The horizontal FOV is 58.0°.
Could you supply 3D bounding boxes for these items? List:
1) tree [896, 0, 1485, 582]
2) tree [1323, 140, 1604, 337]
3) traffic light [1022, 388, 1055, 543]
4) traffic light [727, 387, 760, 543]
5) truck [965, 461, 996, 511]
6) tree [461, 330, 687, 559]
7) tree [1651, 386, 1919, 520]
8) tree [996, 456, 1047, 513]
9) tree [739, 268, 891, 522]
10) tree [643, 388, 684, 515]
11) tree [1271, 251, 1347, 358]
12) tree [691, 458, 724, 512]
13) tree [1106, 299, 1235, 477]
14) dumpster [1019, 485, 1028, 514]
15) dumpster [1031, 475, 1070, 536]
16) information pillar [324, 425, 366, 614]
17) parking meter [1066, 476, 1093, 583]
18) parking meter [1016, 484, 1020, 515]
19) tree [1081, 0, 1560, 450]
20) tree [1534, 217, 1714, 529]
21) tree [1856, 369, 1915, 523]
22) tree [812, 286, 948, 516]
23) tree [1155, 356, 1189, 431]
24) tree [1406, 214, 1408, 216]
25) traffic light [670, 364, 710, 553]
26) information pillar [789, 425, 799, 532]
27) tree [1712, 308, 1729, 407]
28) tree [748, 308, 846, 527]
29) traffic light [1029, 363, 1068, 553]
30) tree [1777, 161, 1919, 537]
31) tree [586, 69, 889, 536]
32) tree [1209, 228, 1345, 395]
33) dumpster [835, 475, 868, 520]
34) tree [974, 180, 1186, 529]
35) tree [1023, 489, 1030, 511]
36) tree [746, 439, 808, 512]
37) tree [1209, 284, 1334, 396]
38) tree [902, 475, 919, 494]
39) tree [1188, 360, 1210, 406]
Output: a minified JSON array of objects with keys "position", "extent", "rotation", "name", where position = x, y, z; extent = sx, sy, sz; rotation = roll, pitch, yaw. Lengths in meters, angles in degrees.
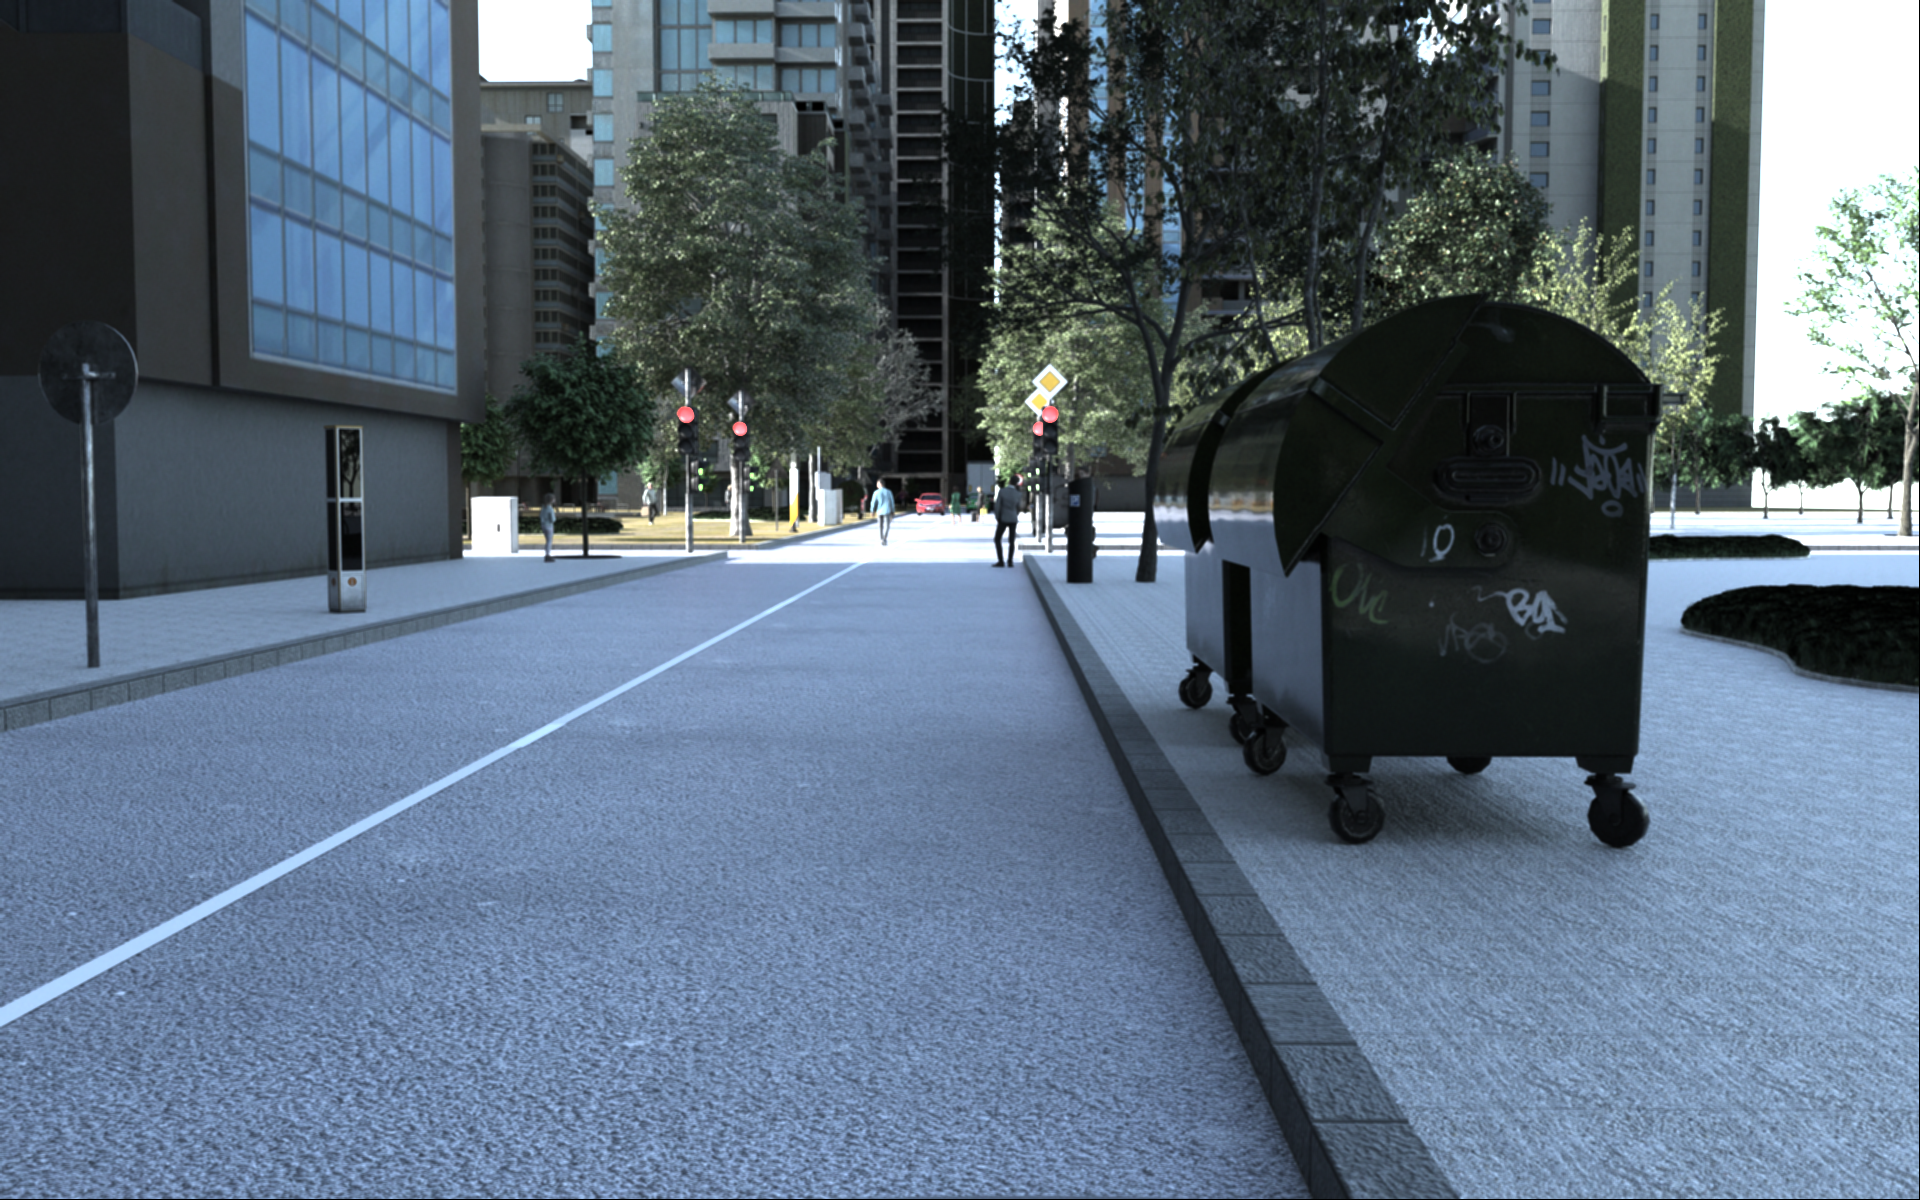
[{"position":[2.907,-5.523,24.711],"extent":[8.767,10.594,7.601],"rotation":[-3,4,-37],"name":"tree"},{"position":[16.367,-8.528,56.447],"extent":[9.611,12.733,9.660],"rotation":[0,3,0],"name":"tree"},{"position":[2.058,-3.450,45.335],"extent":[0.839,4.253,0.868],"rotation":[0,4,1],"name":"traffic light"},{"position":[-5.702,-3.458,45.459],"extent":[0.839,4.253,0.868],"rotation":[0,4,1],"name":"traffic light"},{"position":[1.825,-9.972,151.950],"extent":[2.839,4.237,11.283],"rotation":[0,4,0],"name":"truck"},{"position":[-7.586,-3.132,34.923],"extent":[4.285,4.588,4.351],"rotation":[0,3,0],"name":"tree"},{"position":[48.880,-8.795,106.710],"extent":[20.602,7.101,11.467],"rotation":[3,5,44],"name":"tree"},{"position":[4.310,-8.341,120.097],"extent":[4.285,4.588,4.351],"rotation":[0,3,0],"name":"tree"},{"position":[-7.151,-9.839,79.000],"extent":[7.486,12.596,7.792],"rotation":[0,3,0],"name":"tree"},{"position":[-18.149,-9.460,105.026],"extent":[4.360,8.622,3.978],"rotation":[0,3,0],"name":"tree"},{"position":[20.562,-11.124,88.529],"extent":[9.857,13.997,8.962],"rotation":[0,3,0],"name":"tree"},{"position":[-13.543,-5.973,92.254],"extent":[1.663,3.219,1.824],"rotation":[0,3,0],"name":"tree"},{"position":[14.354,-12.643,113.374],"extent":[9.857,13.997,8.962],"rotation":[0,3,0],"name":"tree"},{"position":[3.686,-6.389,110.212],"extent":[1.264,1.857,1.865],"rotation":[0,4,1],"name":"dumpster"},{"position":[2.826,-2.886,52.946],"extent":[1.264,1.857,1.865],"rotation":[0,4,1],"name":"dumpster"},{"position":[-6.648,-0.871,18.732],"extent":[0.304,2.012,0.304],"rotation":[-3,5,-43],"name":"information pillar"},{"position":[1.736,-1.019,25.067],"extent":[0.372,1.533,0.369],"rotation":[0,3,0],"name":"parking meter"},{"position":[3.360,-5.997,103.759],"extent":[0.399,1.863,0.255],"rotation":[0,4,-1],"name":"parking meter"},{"position":[2.886,-3.867,13.587],"extent":[4.360,8.622,3.978],"rotation":[0,3,0],"name":"tree"},{"position":[17.136,-5.913,47.034],"extent":[4.737,8.622,4.395],"rotation":[0,3,0],"name":"tree"},{"position":[49.676,-7.662,88.187],"extent":[20.602,7.101,11.467],"rotation":[0,4,4],"name":"tree"},{"position":[-5.804,-11.651,100.859],"extent":[12.009,13.543,11.850],"rotation":[0,3,0],"name":"tree"},{"position":[12.206,-8.655,91.869],"extent":[4.737,8.622,4.395],"rotation":[0,3,0],"name":"tree"},{"position":[18.915,-9.270,69.698],"extent":[7.486,12.596,7.792],"rotation":[0,3,0],"name":"tree"},{"position":[-5.847,-2.970,37.475],"extent":[0.839,4.253,0.868],"rotation":[0,4,1],"name":"traffic light"},{"position":[-5.582,-4.098,58.350],"extent":[0.183,3.616,0.504],"rotation":[-2,4,-31],"name":"information pillar"},{"position":[26.031,-6.915,63.417],"extent":[4.737,8.622,4.395],"rotation":[0,3,0],"name":"tree"},{"position":[-6.538,-7.126,66.868],"extent":[4.737,8.622,4.395],"rotation":[0,3,0],"name":"tree"},{"position":[1.913,-2.962,37.351],"extent":[0.839,4.253,0.868],"rotation":[0,4,1],"name":"traffic light"},{"position":[28.631,-7.706,51.754],"extent":[9.928,11.665,9.643],"rotation":[0,3,0],"name":"tree"},{"position":[-6.716,-8.930,52.668],"extent":[9.857,13.997,8.962],"rotation":[0,3,0],"name":"tree"},{"position":[9.505,-5.917,47.108],"extent":[4.737,8.622,4.395],"rotation":[0,3,0],"name":"tree"},{"position":[-5.475,-5.181,87.198],"extent":[1.502,2.255,1.985],"rotation":[0,4,1],"name":"dumpster"},{"position":[4.408,-8.841,62.676],"extent":[7.486,12.596,7.792],"rotation":[0,3,0],"name":"tree"},{"position":[4.649,-8.362,131.326],"extent":[1.663,3.219,1.824],"rotation":[0,3,0],"name":"tree"},{"position":[-9.466,-6.435,88.922],"extent":[4.285,4.588,4.351],"rotation":[0,3,0],"name":"tree"},{"position":[18.938,-11.599,100.018],"extent":[12.009,13.543,11.850],"rotation":[0,3,0],"name":"tree"},{"position":[-4.717,-10.772,170.728],"extent":[1.663,3.219,1.824],"rotation":[0,3,0],"name":"tree"},{"position":[11.833,-7.424,71.743],"extent":[4.737,8.622,4.395],"rotation":[0,3,0],"name":"tree"}]
